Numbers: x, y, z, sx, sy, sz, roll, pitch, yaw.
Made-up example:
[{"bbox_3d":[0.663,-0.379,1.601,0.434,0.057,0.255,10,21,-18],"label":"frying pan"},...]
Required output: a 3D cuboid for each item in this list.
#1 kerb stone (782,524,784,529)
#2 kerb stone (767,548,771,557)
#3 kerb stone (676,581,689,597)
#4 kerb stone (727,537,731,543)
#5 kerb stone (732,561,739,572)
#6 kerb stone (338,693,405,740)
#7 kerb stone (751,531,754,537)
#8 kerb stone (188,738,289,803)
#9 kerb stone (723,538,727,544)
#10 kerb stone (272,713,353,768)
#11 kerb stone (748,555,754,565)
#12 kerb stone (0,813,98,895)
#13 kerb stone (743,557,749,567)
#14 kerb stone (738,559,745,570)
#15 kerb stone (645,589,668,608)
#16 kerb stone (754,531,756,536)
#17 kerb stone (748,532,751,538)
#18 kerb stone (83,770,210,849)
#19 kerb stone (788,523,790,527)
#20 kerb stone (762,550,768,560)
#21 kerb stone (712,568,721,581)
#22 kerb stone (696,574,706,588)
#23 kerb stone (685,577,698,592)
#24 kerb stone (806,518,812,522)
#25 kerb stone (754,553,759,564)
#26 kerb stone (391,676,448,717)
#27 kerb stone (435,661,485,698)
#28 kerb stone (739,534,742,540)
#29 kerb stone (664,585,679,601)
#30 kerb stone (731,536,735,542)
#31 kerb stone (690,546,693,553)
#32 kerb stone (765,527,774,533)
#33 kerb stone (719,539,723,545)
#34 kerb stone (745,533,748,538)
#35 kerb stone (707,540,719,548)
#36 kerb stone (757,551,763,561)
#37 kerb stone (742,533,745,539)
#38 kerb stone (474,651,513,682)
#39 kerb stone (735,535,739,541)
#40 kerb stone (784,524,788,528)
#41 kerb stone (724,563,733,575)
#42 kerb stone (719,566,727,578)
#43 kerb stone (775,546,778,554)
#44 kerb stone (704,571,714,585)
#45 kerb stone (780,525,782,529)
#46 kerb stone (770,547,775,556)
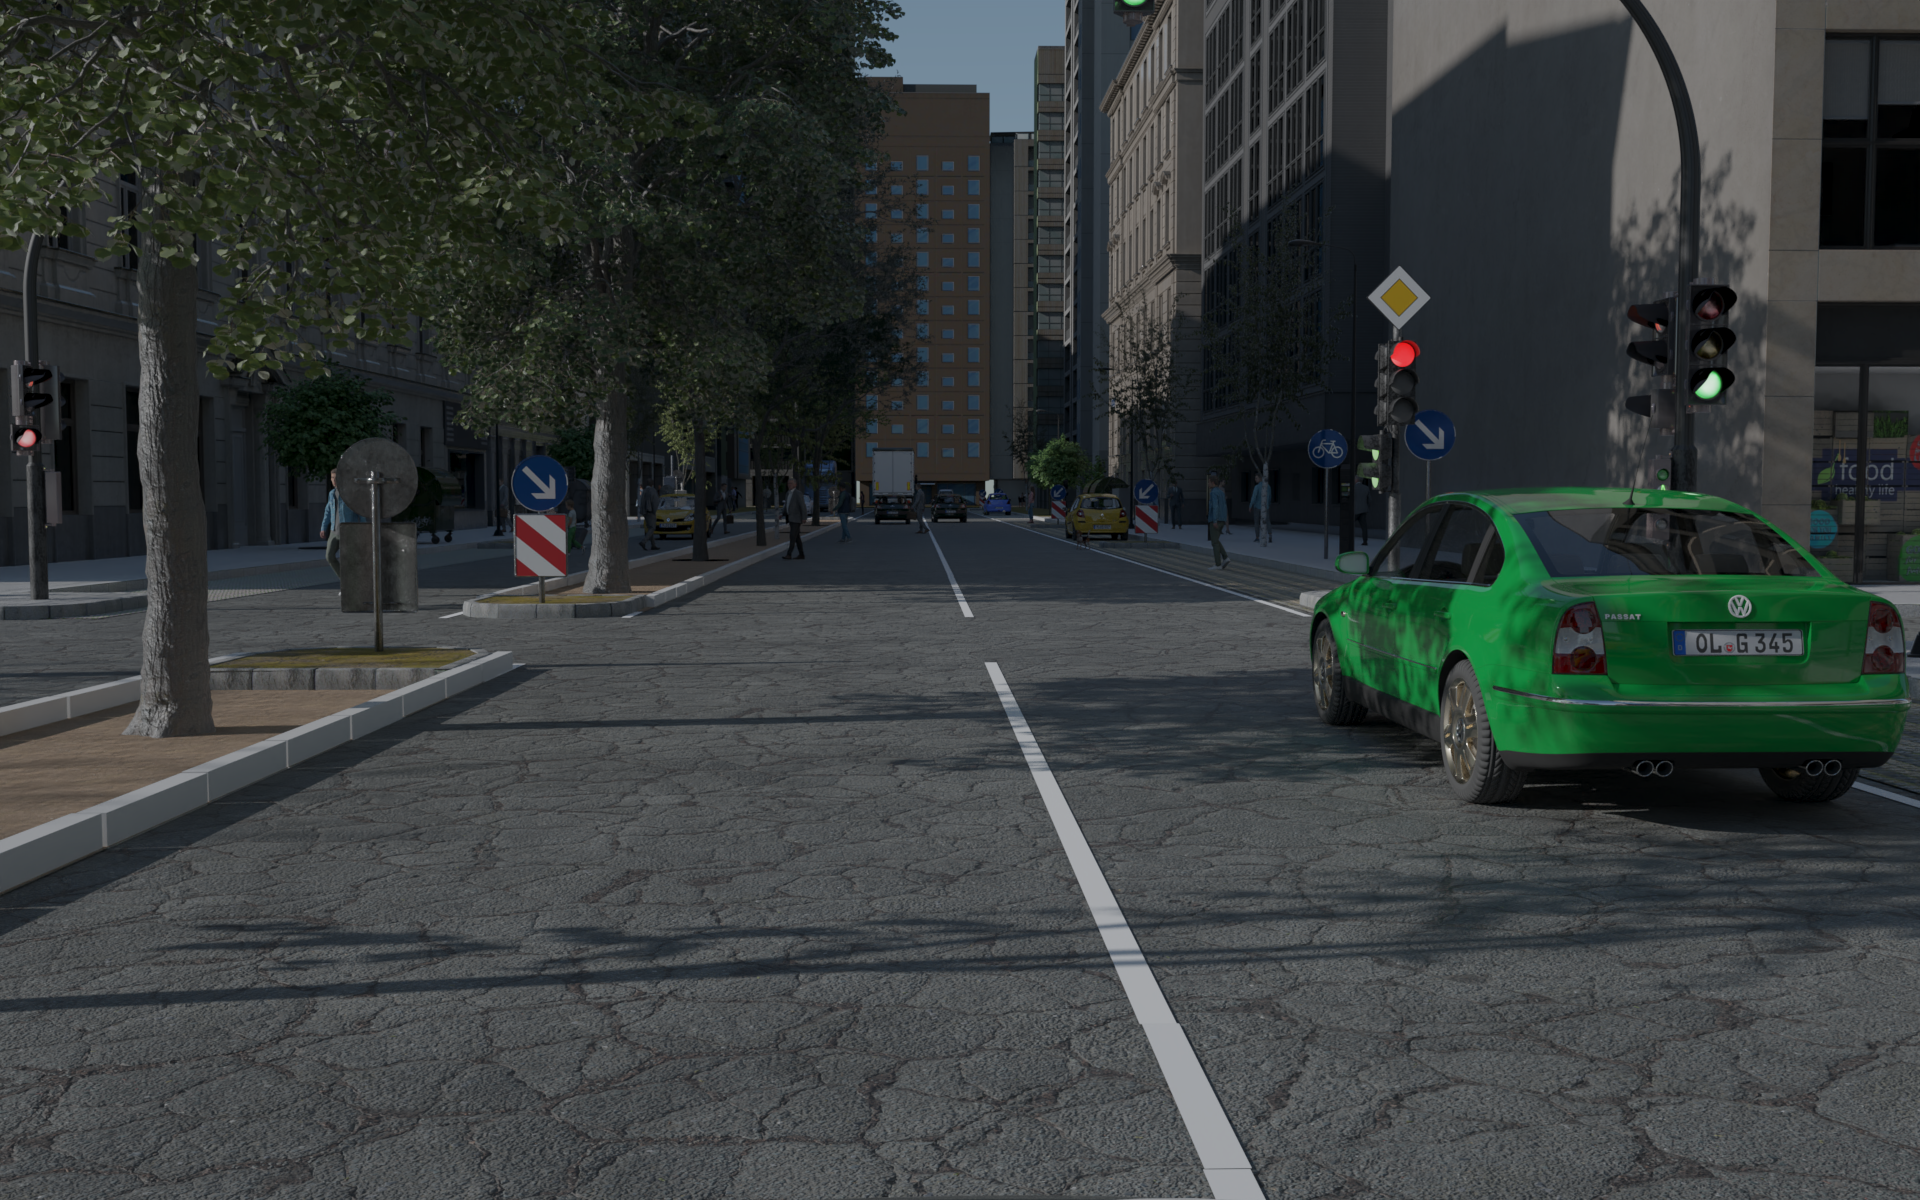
[{"bbox_3d":[-7.358,-2.953,70.517,0.120,0.150,1.000,0,4,-2],"label":"kerb stone"},{"bbox_3d":[-4.379,-1.011,38.729,0.120,0.150,1.000,0,4,-2],"label":"kerb stone"},{"bbox_3d":[-3.980,-0.130,24.388,0.120,0.150,1.000,0,4,-2],"label":"kerb stone"},{"bbox_3d":[-6.791,-1.699,49.980,0.120,0.150,1.000,0,4,-2],"label":"kerb stone"},{"bbox_3d":[-4.185,-0.572,31.554,0.120,0.150,1.000,0,4,-2],"label":"kerb stone"},{"bbox_3d":[-3.602,0.712,10.550,0.120,0.150,1.000,0,4,-2],"label":"kerb stone"},{"bbox_3d":[-6.979,-2.139,57.168,0.120,0.150,1.000,0,4,-2],"label":"kerb stone"},{"bbox_3d":[-3.550,0.838,8.507,0.120,0.150,1.000,0,4,-2],"label":"kerb stone"},{"bbox_3d":[-6.758,-1.636,48.946,0.120,0.150,1.000,0,4,-2],"label":"kerb stone"},{"bbox_3d":[-3.577,0.775,9.529,0.120,0.150,1.000,0,4,-2],"label":"kerb stone"},{"bbox_3d":[-4.275,-0.758,34.627,0.120,0.150,1.000,0,4,-2],"label":"kerb stone"},{"bbox_3d":[-3.495,0.962,6.462,0.120,0.150,1.000,0,4,-2],"label":"kerb stone"},{"bbox_3d":[-4.243,-0.695,33.605,0.120,0.150,1.000,0,4,-2],"label":"kerb stone"},{"bbox_3d":[-4.210,-0.633,32.583,0.120,0.150,1.000,0,4,-2],"label":"kerb stone"},{"bbox_3d":[-3.928,-0.009,22.336,0.120,0.150,1.000,0,4,-2],"label":"kerb stone"},{"bbox_3d":[-7.016,-2.200,58.193,0.120,0.150,1.000,0,4,-2],"label":"kerb stone"},{"bbox_3d":[-6.956,-2.076,56.139,0.120,0.150,1.000,0,4,-2],"label":"kerb stone"},{"bbox_3d":[-3.515,0.902,7.484,0.120,0.150,1.000,0,4,-2],"label":"kerb stone"},{"bbox_3d":[-7.440,-3.139,73.583,0.120,0.150,1.000,0,4,-2],"label":"kerb stone"},{"bbox_3d":[-4.348,-0.949,37.707,0.120,0.150,1.000,0,4,-2],"label":"kerb stone"},{"bbox_3d":[-4.093,-0.384,28.478,0.120,0.150,1.000,0,4,-2],"label":"kerb stone"},{"bbox_3d":[-4.040,-0.259,26.432,0.120,0.150,1.000,0,4,-2],"label":"kerb stone"},{"bbox_3d":[-4.007,-0.197,25.410,0.120,0.150,1.000,0,4,-2],"label":"kerb stone"},{"bbox_3d":[-7.949,-4.271,92.019,0.120,0.150,1.000,0,4,-2],"label":"kerb stone"},{"bbox_3d":[-4.296,-0.823,35.656,0.120,0.150,1.000,0,4,-2],"label":"kerb stone"},{"bbox_3d":[-3.632,0.651,11.572,0.120,0.150,1.000,0,4,-2],"label":"kerb stone"},{"bbox_3d":[-3.662,0.587,12.595,0.120,0.150,1.000,0,4,-2],"label":"kerb stone"},{"bbox_3d":[-6.875,-1.882,53.071,0.120,0.150,1.000,0,4,-2],"label":"kerb stone"},{"bbox_3d":[-3.957,-0.072,23.366,0.120,0.150,1.000,0,4,-2],"label":"kerb stone"},{"bbox_3d":[-6.813,-1.762,51.003,0.120,0.150,1.000,0,4,-2],"label":"kerb stone"},{"bbox_3d":[-6.563,-1.196,41.757,0.120,0.150,1.000,0,4,-2],"label":"kerb stone"},{"bbox_3d":[-7.208,-2.642,65.386,0.120,0.150,1.000,0,4,-2],"label":"kerb stone"},{"bbox_3d":[-6.738,-1.568,47.925,0.120,0.150,1.000,0,4,-2],"label":"kerb stone"},{"bbox_3d":[-6.928,-2.012,55.116,0.120,0.150,1.000,0,4,-2],"label":"kerb stone"},{"bbox_3d":[-6.702,-1.511,46.893,0.120,0.150,1.000,0,4,-2],"label":"kerb stone"},{"bbox_3d":[-4.325,-0.883,36.678,0.120,0.150,1.000,0,4,-2],"label":"kerb stone"},{"bbox_3d":[-6.900,-1.948,54.092,0.120,0.150,1.000,0,4,-2],"label":"kerb stone"},{"bbox_3d":[-3.693,0.525,13.619,0.120,0.150,1.000,0,4,-2],"label":"kerb stone"},{"bbox_3d":[-6.841,-1.825,52.037,0.120,0.150,1.000,0,4,-2],"label":"kerb stone"},{"bbox_3d":[-7.412,-3.078,72.561,0.120,0.150,1.000,0,4,-2],"label":"kerb stone"},{"bbox_3d":[-4.155,-0.508,30.529,0.120,0.150,1.000,0,4,-2],"label":"kerb stone"},{"bbox_3d":[-4.128,-0.440,29.508,0.120,0.150,1.000,0,4,-2],"label":"kerb stone"},{"bbox_3d":[-4.437,-1.136,40.778,0.120,0.150,1.000,0,4,-2],"label":"kerb stone"},{"bbox_3d":[-4.064,-0.322,27.456,0.120,0.150,1.000,0,4,-2],"label":"kerb stone"},{"bbox_3d":[-7.330,-2.893,69.495,0.120,0.150,1.000,0,4,-2],"label":"kerb stone"},{"bbox_3d":[-4.408,-1.074,39.756,0.120,0.150,1.000,0,4,-2],"label":"kerb stone"}]
